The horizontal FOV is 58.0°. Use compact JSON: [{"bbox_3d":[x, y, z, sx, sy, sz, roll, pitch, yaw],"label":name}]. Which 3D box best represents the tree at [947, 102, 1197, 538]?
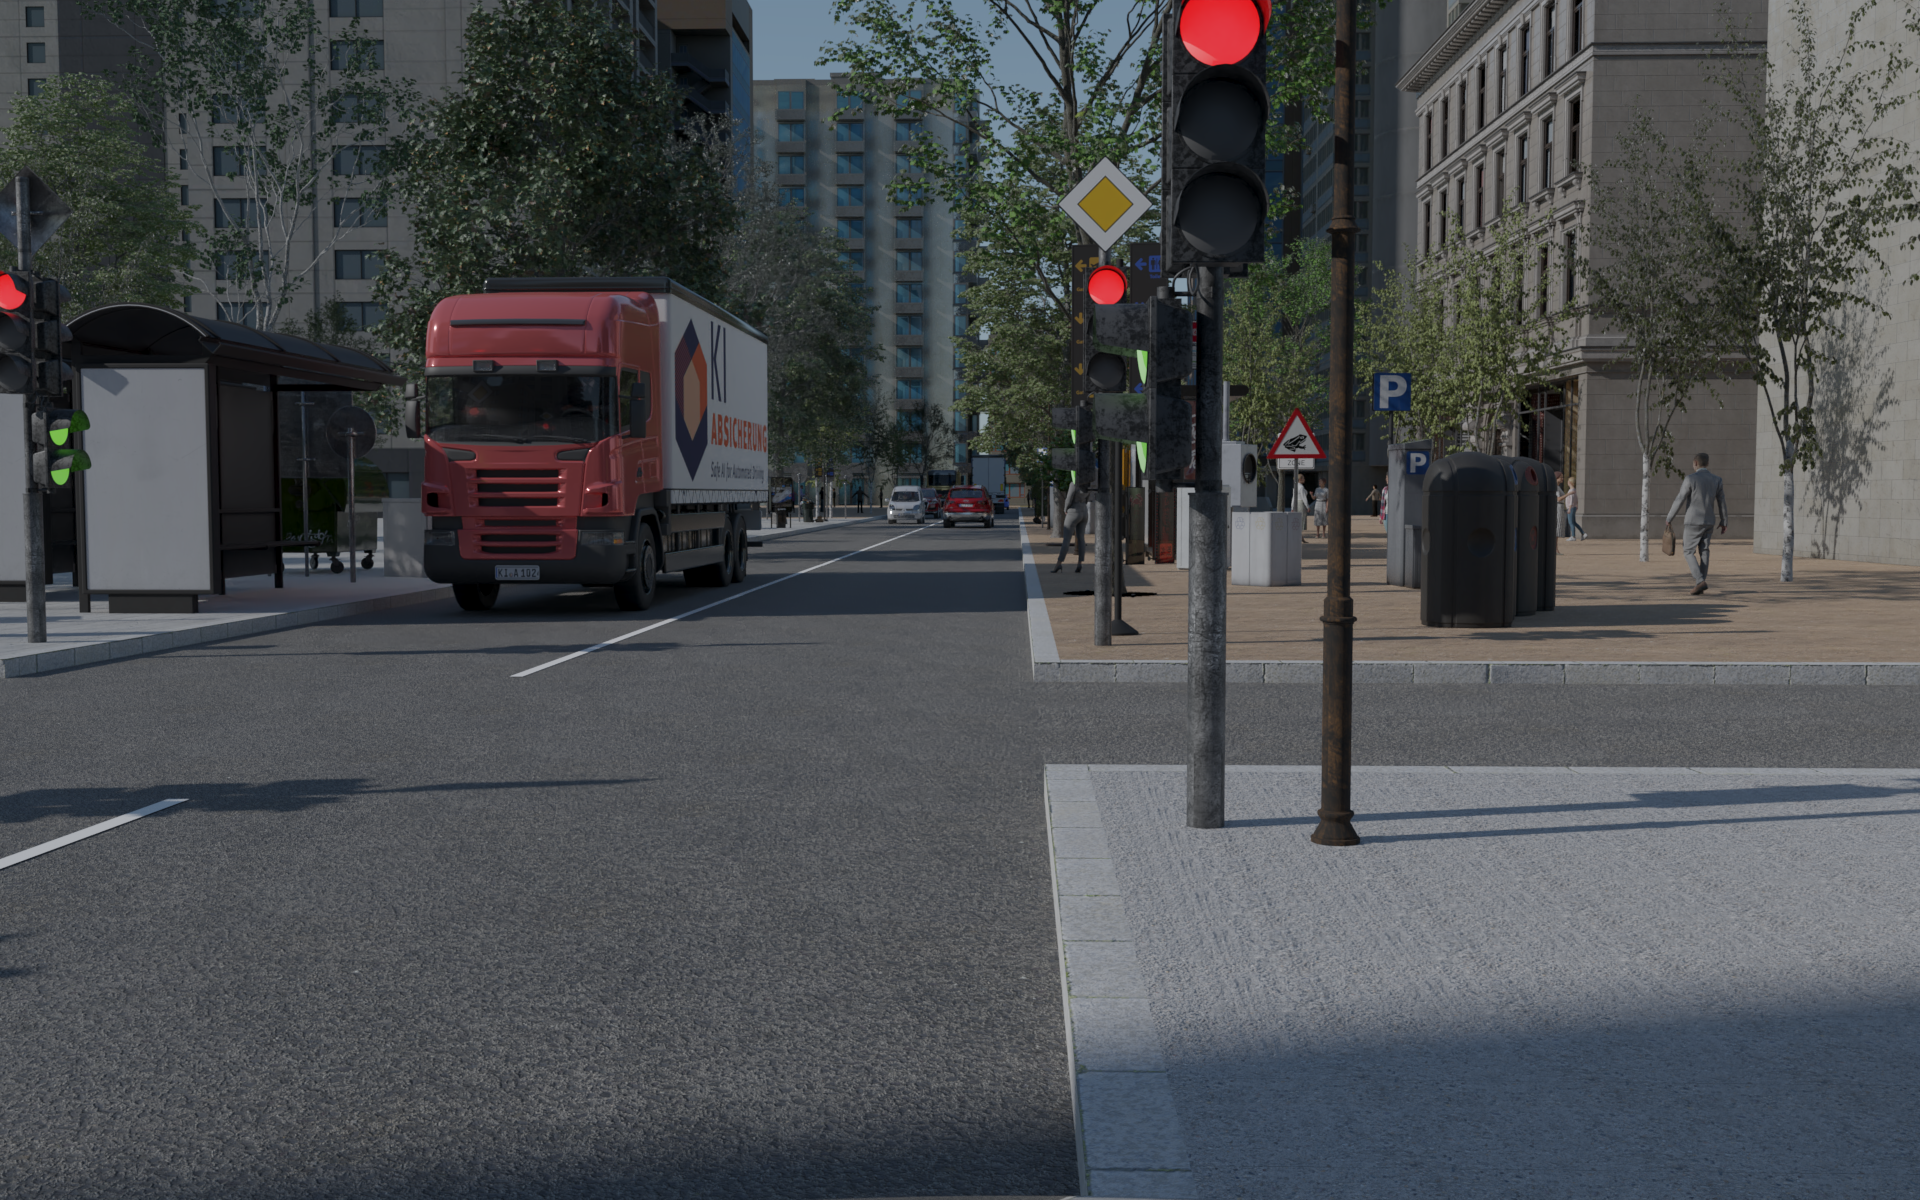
[{"bbox_3d":[3.294,-8.105,50.651,7.486,12.596,7.792,0,3,0],"label":"tree"}]

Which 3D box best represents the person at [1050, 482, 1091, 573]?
[{"bbox_3d":[1.810,-1.339,28.216,0.573,1.790,0.520,2,4,29],"label":"person"}]

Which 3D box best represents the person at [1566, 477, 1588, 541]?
[{"bbox_3d":[16.866,-2.486,47.355,0.598,1.740,0.731,1,4,15],"label":"person"}]

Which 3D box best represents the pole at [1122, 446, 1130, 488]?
[{"bbox_3d":[6.060,-4.268,63.633,0.158,3.312,0.155,0,3,0],"label":"pole"}]

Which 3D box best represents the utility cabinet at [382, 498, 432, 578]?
[{"bbox_3d":[-8.497,-0.961,26.869,1.020,1.237,0.306,2,4,32],"label":"utility cabinet"}]

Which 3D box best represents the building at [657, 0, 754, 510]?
[{"bbox_3d":[-25.369,-30.286,145.294,14.200,45.320,14.600,0,4,2],"label":"building"}]

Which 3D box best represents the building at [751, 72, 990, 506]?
[{"bbox_3d":[-11.756,-35.474,199.615,30.456,49.044,23.786,0,4,2],"label":"building"}]

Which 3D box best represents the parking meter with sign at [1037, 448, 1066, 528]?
[{"bbox_3d":[3.735,-4.262,65.943,1.738,3.016,0.543,-3,5,-42],"label":"parking meter with sign"}]

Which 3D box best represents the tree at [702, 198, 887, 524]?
[{"bbox_3d":[-7.766,-10.192,73.287,9.857,13.997,8.962,0,3,0],"label":"tree"}]

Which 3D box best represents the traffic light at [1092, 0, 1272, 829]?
[{"bbox_3d":[0.932,-1.081,6.593,0.839,4.253,0.868,0,4,2],"label":"traffic light"}]

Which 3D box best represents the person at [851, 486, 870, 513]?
[{"bbox_3d":[-6.709,-6.740,116.375,1.348,1.807,0.705,1,4,15],"label":"person"}]

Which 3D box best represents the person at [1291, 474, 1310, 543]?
[{"bbox_3d":[8.819,-2.382,45.212,0.641,1.798,0.478,0,4,-5],"label":"person"}]

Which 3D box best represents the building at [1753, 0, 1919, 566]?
[{"bbox_3d":[25.405,-10.804,31.395,16.860,20.320,10.420,0,4,2],"label":"building"}]

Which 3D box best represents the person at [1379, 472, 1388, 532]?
[{"bbox_3d":[8.319,-1.608,33.176,0.643,1.720,0.563,-3,5,-41],"label":"person"}]

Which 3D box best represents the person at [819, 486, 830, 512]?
[{"bbox_3d":[-9.679,-7.106,122.238,0.705,1.822,1.348,-3,5,-44],"label":"person"}]

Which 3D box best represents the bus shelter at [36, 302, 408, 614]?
[{"bbox_3d":[-8.661,-1.659,21.053,2.014,3.302,5.546,0,4,2],"label":"bus shelter"}]

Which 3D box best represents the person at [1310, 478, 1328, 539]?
[{"bbox_3d":[10.355,-2.645,49.851,0.480,1.755,0.524,2,4,30],"label":"person"}]

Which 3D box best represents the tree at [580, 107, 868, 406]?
[{"bbox_3d":[-8.189,-8.845,54.984,12.009,13.543,11.850,0,3,0],"label":"tree"}]

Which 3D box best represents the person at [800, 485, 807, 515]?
[{"bbox_3d":[-9.737,-6.207,107.390,0.599,1.838,0.709,-1,4,-14],"label":"person"}]

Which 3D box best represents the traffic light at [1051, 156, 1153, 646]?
[{"bbox_3d":[1.194,-1.569,14.574,0.839,4.253,0.868,0,4,2],"label":"traffic light"}]

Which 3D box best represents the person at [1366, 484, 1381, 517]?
[{"bbox_3d":[23.313,-5.587,97.398,1.348,1.823,0.705,-3,5,-41],"label":"person"}]

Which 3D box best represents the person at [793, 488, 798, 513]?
[{"bbox_3d":[-11.421,-6.794,117.804,1.217,1.739,0.721,0,4,-2],"label":"person"}]

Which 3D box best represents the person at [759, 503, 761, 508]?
[{"bbox_3d":[-18.887,-9.582,162.716,0.705,1.822,1.348,1,4,17],"label":"person"}]

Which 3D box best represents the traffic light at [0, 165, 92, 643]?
[{"bbox_3d":[-7.963,-1.586,14.857,0.839,4.253,0.868,0,4,2],"label":"traffic light"}]

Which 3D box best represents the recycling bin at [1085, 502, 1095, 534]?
[{"bbox_3d":[4.154,-2.620,55.391,0.722,1.027,0.722,-3,5,-42],"label":"recycling bin"}]

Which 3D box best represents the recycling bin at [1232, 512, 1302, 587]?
[{"bbox_3d":[4.313,-0.721,24.351,0.722,1.027,0.722,-3,5,-40],"label":"recycling bin"}]

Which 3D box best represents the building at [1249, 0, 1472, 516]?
[{"bbox_3d":[35.036,-25.562,109.815,32.217,40.220,23.993,0,4,2],"label":"building"}]

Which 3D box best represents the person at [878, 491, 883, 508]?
[{"bbox_3d":[-7.382,-9.499,161.482,0.705,1.807,1.348,-1,4,-18],"label":"person"}]

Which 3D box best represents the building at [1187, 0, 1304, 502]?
[{"bbox_3d":[26.497,-30.177,143.501,14.600,45.320,14.200,0,4,2],"label":"building"}]

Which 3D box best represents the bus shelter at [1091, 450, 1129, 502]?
[{"bbox_3d":[6.424,-4.858,73.356,2.014,3.302,5.546,0,4,2],"label":"bus shelter"}]

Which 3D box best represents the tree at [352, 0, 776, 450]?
[{"bbox_3d":[-8.763,-7.413,38.216,9.611,12.733,9.660,0,3,0],"label":"tree"}]

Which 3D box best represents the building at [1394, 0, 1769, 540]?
[{"bbox_3d":[22.624,-13.273,67.918,10.553,20.767,40.483,0,4,2],"label":"building"}]

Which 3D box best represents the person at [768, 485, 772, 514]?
[{"bbox_3d":[-12.048,-6.368,109.794,1.348,1.869,0.705,2,4,26],"label":"person"}]

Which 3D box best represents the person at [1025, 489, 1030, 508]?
[{"bbox_3d":[6.128,-9.155,156.446,0.721,1.735,1.217,1,4,19],"label":"person"}]

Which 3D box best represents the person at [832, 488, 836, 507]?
[{"bbox_3d":[-12.177,-9.867,167.006,0.705,1.869,1.348,1,4,11],"label":"person"}]

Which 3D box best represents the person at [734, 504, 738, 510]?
[{"bbox_3d":[-16.348,-7.336,125.956,0.705,1.831,1.348,-1,4,-14],"label":"person"}]

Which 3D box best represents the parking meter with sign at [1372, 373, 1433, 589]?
[{"bbox_3d":[6.253,-1.706,24.150,0.543,3.016,1.738,0,4,-3],"label":"parking meter with sign"}]

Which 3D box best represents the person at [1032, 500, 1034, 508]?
[{"bbox_3d":[6.742,-9.299,158.219,0.705,1.807,1.348,0,4,-3],"label":"person"}]

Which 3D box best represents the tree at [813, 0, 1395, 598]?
[{"bbox_3d":[1.748,-5.863,21.610,9.928,11.665,9.643,0,3,0],"label":"tree"}]

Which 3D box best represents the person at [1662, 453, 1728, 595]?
[{"bbox_3d":[9.471,-0.984,22.253,0.709,1.813,0.853,-1,4,-10],"label":"person"}]

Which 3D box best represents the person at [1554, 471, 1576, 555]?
[{"bbox_3d":[12.635,-1.819,36.361,0.524,1.755,0.480,1,4,17],"label":"person"}]

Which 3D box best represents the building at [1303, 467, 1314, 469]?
[{"bbox_3d":[42.760,-46.281,194.948,20.611,71.187,20.563,0,4,2],"label":"building"}]

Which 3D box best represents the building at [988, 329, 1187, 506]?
[{"bbox_3d":[17.961,-21.781,201.158,28.899,21.520,27.650,0,4,2],"label":"building"}]

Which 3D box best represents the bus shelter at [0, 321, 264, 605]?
[{"bbox_3d":[-11.522,-1.780,23.031,2.014,3.302,5.546,0,4,2],"label":"bus shelter"}]

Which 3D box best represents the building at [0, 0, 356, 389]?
[{"bbox_3d":[-64.489,-43.065,142.368,20.611,71.187,20.563,0,4,2],"label":"building"}]

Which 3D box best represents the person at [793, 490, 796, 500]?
[{"bbox_3d":[-14.612,-8.895,152.020,0.434,1.755,0.990,0,4,-7],"label":"person"}]

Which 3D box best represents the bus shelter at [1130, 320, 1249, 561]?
[{"bbox_3d":[4.653,-3.662,37.502,2.179,5.291,8.768,0,4,2],"label":"bus shelter"}]

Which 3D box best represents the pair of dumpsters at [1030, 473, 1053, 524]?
[{"bbox_3d":[3.857,-4.493,75.950,1.574,2.255,4.437,0,4,2],"label":"pair of dumpsters"}]

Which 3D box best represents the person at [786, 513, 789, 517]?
[{"bbox_3d":[-9.660,-5.446,95.600,0.721,1.766,1.217,-1,4,-20],"label":"person"}]
